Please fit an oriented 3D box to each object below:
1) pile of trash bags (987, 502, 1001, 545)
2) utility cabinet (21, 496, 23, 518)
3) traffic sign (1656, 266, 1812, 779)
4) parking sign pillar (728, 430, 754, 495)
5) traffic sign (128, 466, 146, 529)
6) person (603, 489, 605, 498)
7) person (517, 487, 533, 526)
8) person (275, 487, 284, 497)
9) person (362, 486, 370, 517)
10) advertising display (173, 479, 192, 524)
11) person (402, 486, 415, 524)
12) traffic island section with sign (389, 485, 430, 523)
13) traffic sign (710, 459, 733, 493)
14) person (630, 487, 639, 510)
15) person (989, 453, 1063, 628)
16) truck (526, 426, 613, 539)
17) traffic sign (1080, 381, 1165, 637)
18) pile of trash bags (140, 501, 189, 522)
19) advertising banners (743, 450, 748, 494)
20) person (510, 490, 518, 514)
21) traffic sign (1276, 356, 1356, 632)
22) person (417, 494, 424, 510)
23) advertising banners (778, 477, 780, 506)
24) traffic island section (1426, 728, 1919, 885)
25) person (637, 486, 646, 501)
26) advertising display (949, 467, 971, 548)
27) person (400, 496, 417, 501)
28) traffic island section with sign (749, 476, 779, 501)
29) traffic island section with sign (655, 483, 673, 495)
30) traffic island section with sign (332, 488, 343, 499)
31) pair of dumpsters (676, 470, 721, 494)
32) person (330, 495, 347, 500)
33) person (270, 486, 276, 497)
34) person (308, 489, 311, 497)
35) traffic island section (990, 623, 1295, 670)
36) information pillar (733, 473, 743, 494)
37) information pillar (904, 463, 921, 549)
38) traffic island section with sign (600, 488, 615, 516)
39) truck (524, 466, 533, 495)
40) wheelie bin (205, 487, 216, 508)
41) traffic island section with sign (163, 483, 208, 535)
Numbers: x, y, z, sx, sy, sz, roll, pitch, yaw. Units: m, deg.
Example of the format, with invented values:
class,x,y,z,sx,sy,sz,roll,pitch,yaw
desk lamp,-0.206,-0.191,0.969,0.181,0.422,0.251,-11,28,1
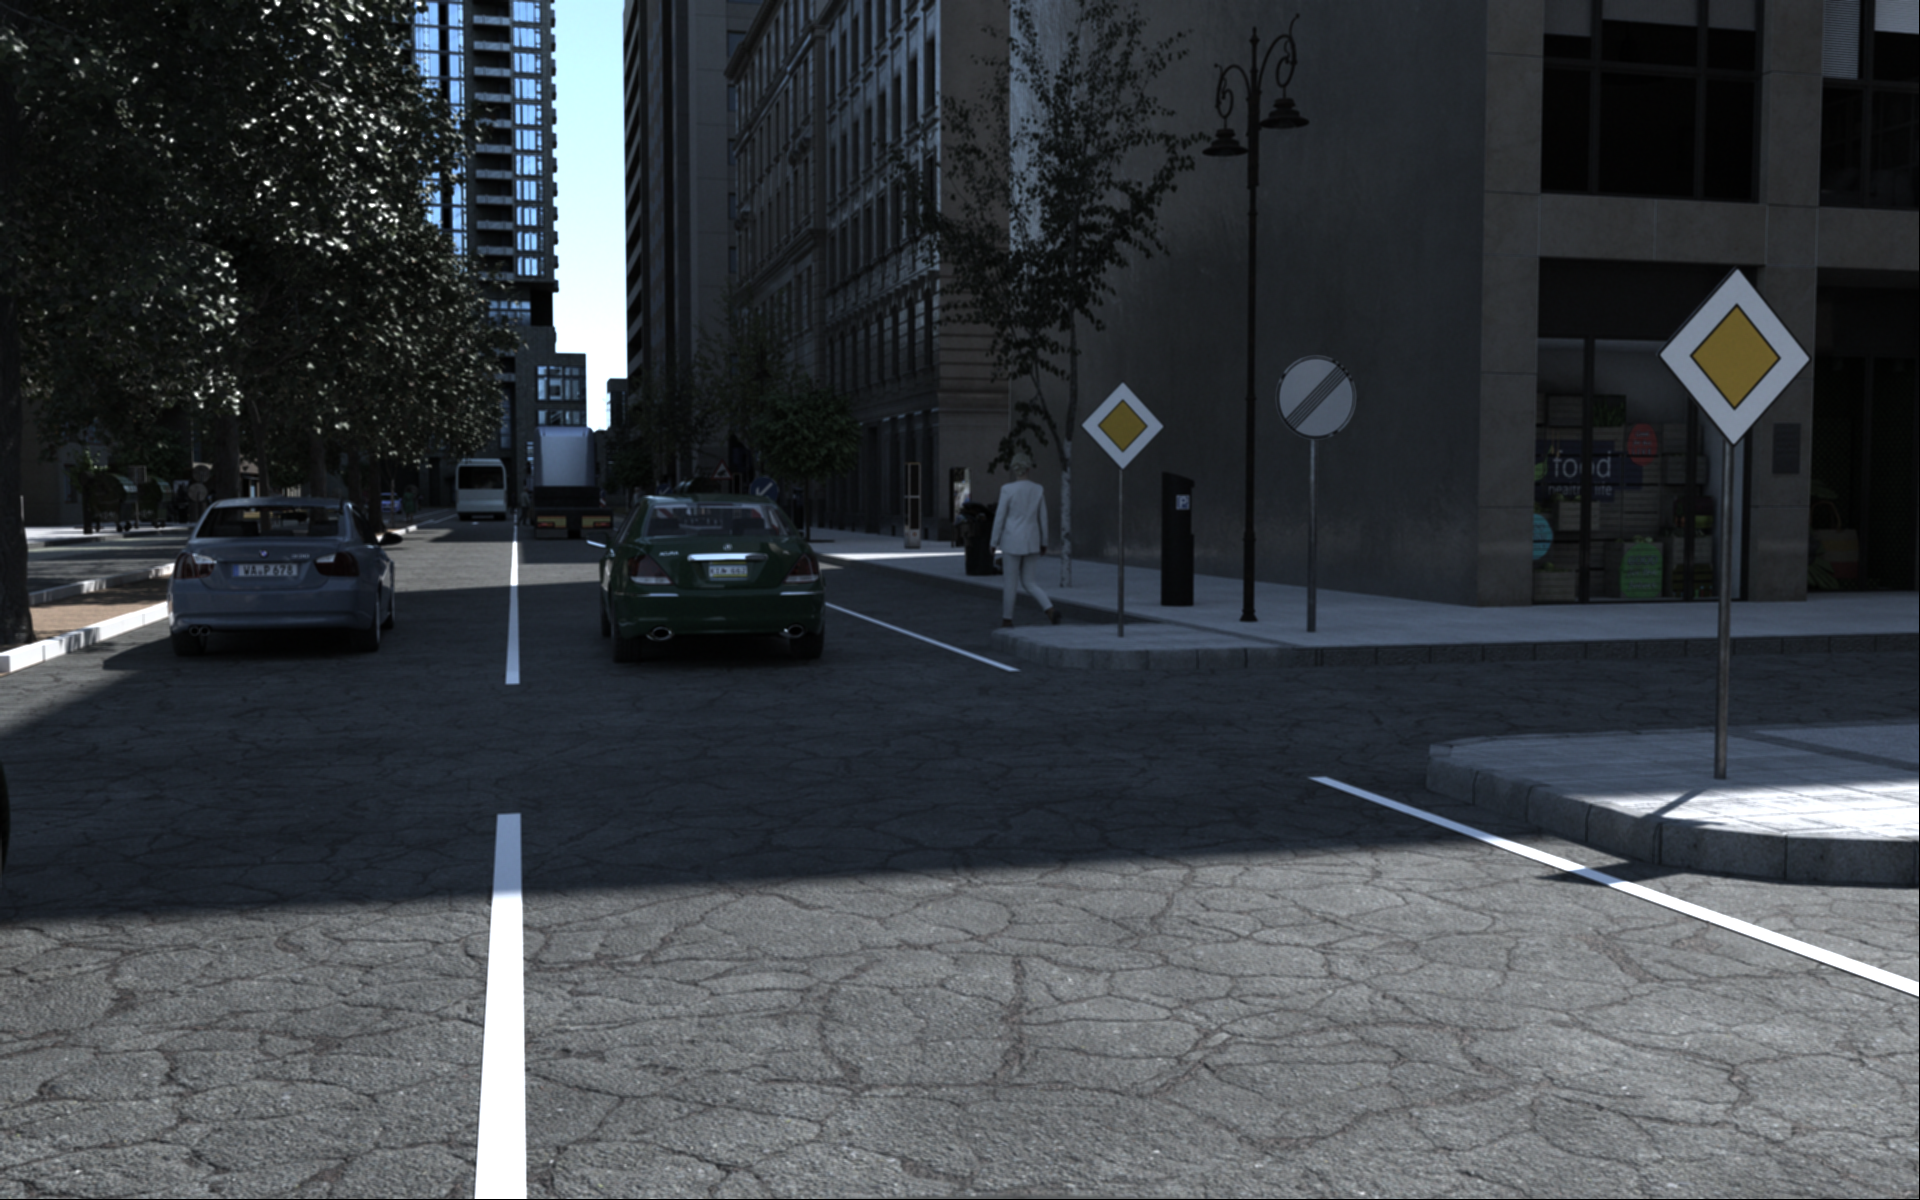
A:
class,x,y,z,sx,sy,sz,roll,pitch,yaw
pile of trash bags,1.615,-2.139,44.731,1.912,1.369,3.447,1,4,17
utility cabinet,-30.334,-2.680,54.979,1.020,1.237,0.306,-1,4,-18
traffic sign,3.423,-0.251,7.742,0.795,2.450,0.064,-1,4,-14
parking sign pillar,-9.248,-5.189,73.319,1.447,3.967,1.447,2,4,28
traffic sign,-29.895,-3.718,62.914,0.606,2.300,0.079,0,4,-7
person,-24.513,-6.744,118.762,0.705,1.824,1.348,0,4,-8
person,-19.403,-4.181,77.339,0.782,1.767,0.515,3,5,42
person,-29.093,-3.957,73.940,0.466,1.731,0.760,-1,4,-17
person,-27.210,-4.341,79.442,0.573,1.828,0.580,1,4,14
advertising display,-33.878,-4.296,75.461,0.974,1.923,0.123,1,4,22
person,-26.376,-4.534,82.880,0.600,1.795,0.529,-2,4,-28
traffic island section with sign,-27.101,-4.730,85.477,2.006,1.907,1.989,-1,4,-14
traffic sign,-8.794,-3.919,64.075,0.884,2.594,0.081,-1,4,-12
person,-15.547,-4.551,83.387,0.782,1.767,0.515,2,4,30
person,0.656,-0.548,17.346,0.818,1.842,0.514,3,5,41
truck,-14.380,-4.508,63.457,2.967,4.110,18.799,-1,4,-14
traffic sign,1.440,-0.724,15.478,0.795,2.450,0.064,-1,4,-14
pile of trash bags,-36.972,-4.244,79.141,3.447,1.369,1.912,1,4,10
advertising banners,-8.495,-4.434,68.686,0.090,3.025,2.074,0,4,-1
person,-32.271,-7.087,125.286,0.530,1.710,0.541,-1,4,-12
traffic sign,3.273,-0.976,16.056,0.768,2.556,0.104,-1,4,-9
person,-47.506,-8.611,152.528,0.697,1.427,0.421,-2,4,-34
advertising banners,-5.647,-3.530,53.899,0.090,3.025,2.074,0,4,-5
traffic island section,3.444,0.884,7.825,2.009,0.180,2.903,-1,4,-14
person,-14.379,-4.248,78.060,0.767,1.812,0.694,1,4,21
advertising display,0.010,-2.245,41.927,0.123,1.923,0.974,2,4,26
person,-38.943,-6.926,122.454,1.217,1.743,0.721,-1,4,-14
traffic island section with sign,-4.665,-1.884,39.426,1.989,1.847,2.006,-1,4,-14
traffic island section with sign,-11.352,-3.481,65.541,1.989,1.847,2.006,-1,4,-14
traffic island section with sign,-39.533,-6.208,110.135,1.989,1.847,2.006,-1,4,-14
pair of dumpsters,-10.681,-4.203,71.213,1.574,2.255,4.437,-1,4,-14
person,-40.349,-6.345,112.251,1.348,1.824,0.705,-3,5,-42
person,-31.572,-4.314,79.373,0.599,1.781,0.374,0,4,-2
person,-30.626,-4.428,81.902,0.512,1.701,0.522,-1,4,-9
traffic island section,1.461,0.411,15.561,2.009,0.180,2.903,-1,4,-14
information pillar,-7.819,-3.457,61.019,0.304,2.012,0.304,0,4,6
information pillar,-1.120,-2.214,40.688,0.304,2.012,0.304,-2,4,-23
traffic island section with sign,-23.866,-6.465,114.330,1.989,1.847,2.006,-1,4,-14
truck,-37.234,-10.023,153.637,2.967,4.110,18.799,-1,4,-14
wheelie bin,-34.428,-4.397,79.799,0.693,1.594,0.980,-2,4,-26
traffic island section with sign,-27.079,-3.234,61.498,1.989,1.847,2.006,-1,4,-14
